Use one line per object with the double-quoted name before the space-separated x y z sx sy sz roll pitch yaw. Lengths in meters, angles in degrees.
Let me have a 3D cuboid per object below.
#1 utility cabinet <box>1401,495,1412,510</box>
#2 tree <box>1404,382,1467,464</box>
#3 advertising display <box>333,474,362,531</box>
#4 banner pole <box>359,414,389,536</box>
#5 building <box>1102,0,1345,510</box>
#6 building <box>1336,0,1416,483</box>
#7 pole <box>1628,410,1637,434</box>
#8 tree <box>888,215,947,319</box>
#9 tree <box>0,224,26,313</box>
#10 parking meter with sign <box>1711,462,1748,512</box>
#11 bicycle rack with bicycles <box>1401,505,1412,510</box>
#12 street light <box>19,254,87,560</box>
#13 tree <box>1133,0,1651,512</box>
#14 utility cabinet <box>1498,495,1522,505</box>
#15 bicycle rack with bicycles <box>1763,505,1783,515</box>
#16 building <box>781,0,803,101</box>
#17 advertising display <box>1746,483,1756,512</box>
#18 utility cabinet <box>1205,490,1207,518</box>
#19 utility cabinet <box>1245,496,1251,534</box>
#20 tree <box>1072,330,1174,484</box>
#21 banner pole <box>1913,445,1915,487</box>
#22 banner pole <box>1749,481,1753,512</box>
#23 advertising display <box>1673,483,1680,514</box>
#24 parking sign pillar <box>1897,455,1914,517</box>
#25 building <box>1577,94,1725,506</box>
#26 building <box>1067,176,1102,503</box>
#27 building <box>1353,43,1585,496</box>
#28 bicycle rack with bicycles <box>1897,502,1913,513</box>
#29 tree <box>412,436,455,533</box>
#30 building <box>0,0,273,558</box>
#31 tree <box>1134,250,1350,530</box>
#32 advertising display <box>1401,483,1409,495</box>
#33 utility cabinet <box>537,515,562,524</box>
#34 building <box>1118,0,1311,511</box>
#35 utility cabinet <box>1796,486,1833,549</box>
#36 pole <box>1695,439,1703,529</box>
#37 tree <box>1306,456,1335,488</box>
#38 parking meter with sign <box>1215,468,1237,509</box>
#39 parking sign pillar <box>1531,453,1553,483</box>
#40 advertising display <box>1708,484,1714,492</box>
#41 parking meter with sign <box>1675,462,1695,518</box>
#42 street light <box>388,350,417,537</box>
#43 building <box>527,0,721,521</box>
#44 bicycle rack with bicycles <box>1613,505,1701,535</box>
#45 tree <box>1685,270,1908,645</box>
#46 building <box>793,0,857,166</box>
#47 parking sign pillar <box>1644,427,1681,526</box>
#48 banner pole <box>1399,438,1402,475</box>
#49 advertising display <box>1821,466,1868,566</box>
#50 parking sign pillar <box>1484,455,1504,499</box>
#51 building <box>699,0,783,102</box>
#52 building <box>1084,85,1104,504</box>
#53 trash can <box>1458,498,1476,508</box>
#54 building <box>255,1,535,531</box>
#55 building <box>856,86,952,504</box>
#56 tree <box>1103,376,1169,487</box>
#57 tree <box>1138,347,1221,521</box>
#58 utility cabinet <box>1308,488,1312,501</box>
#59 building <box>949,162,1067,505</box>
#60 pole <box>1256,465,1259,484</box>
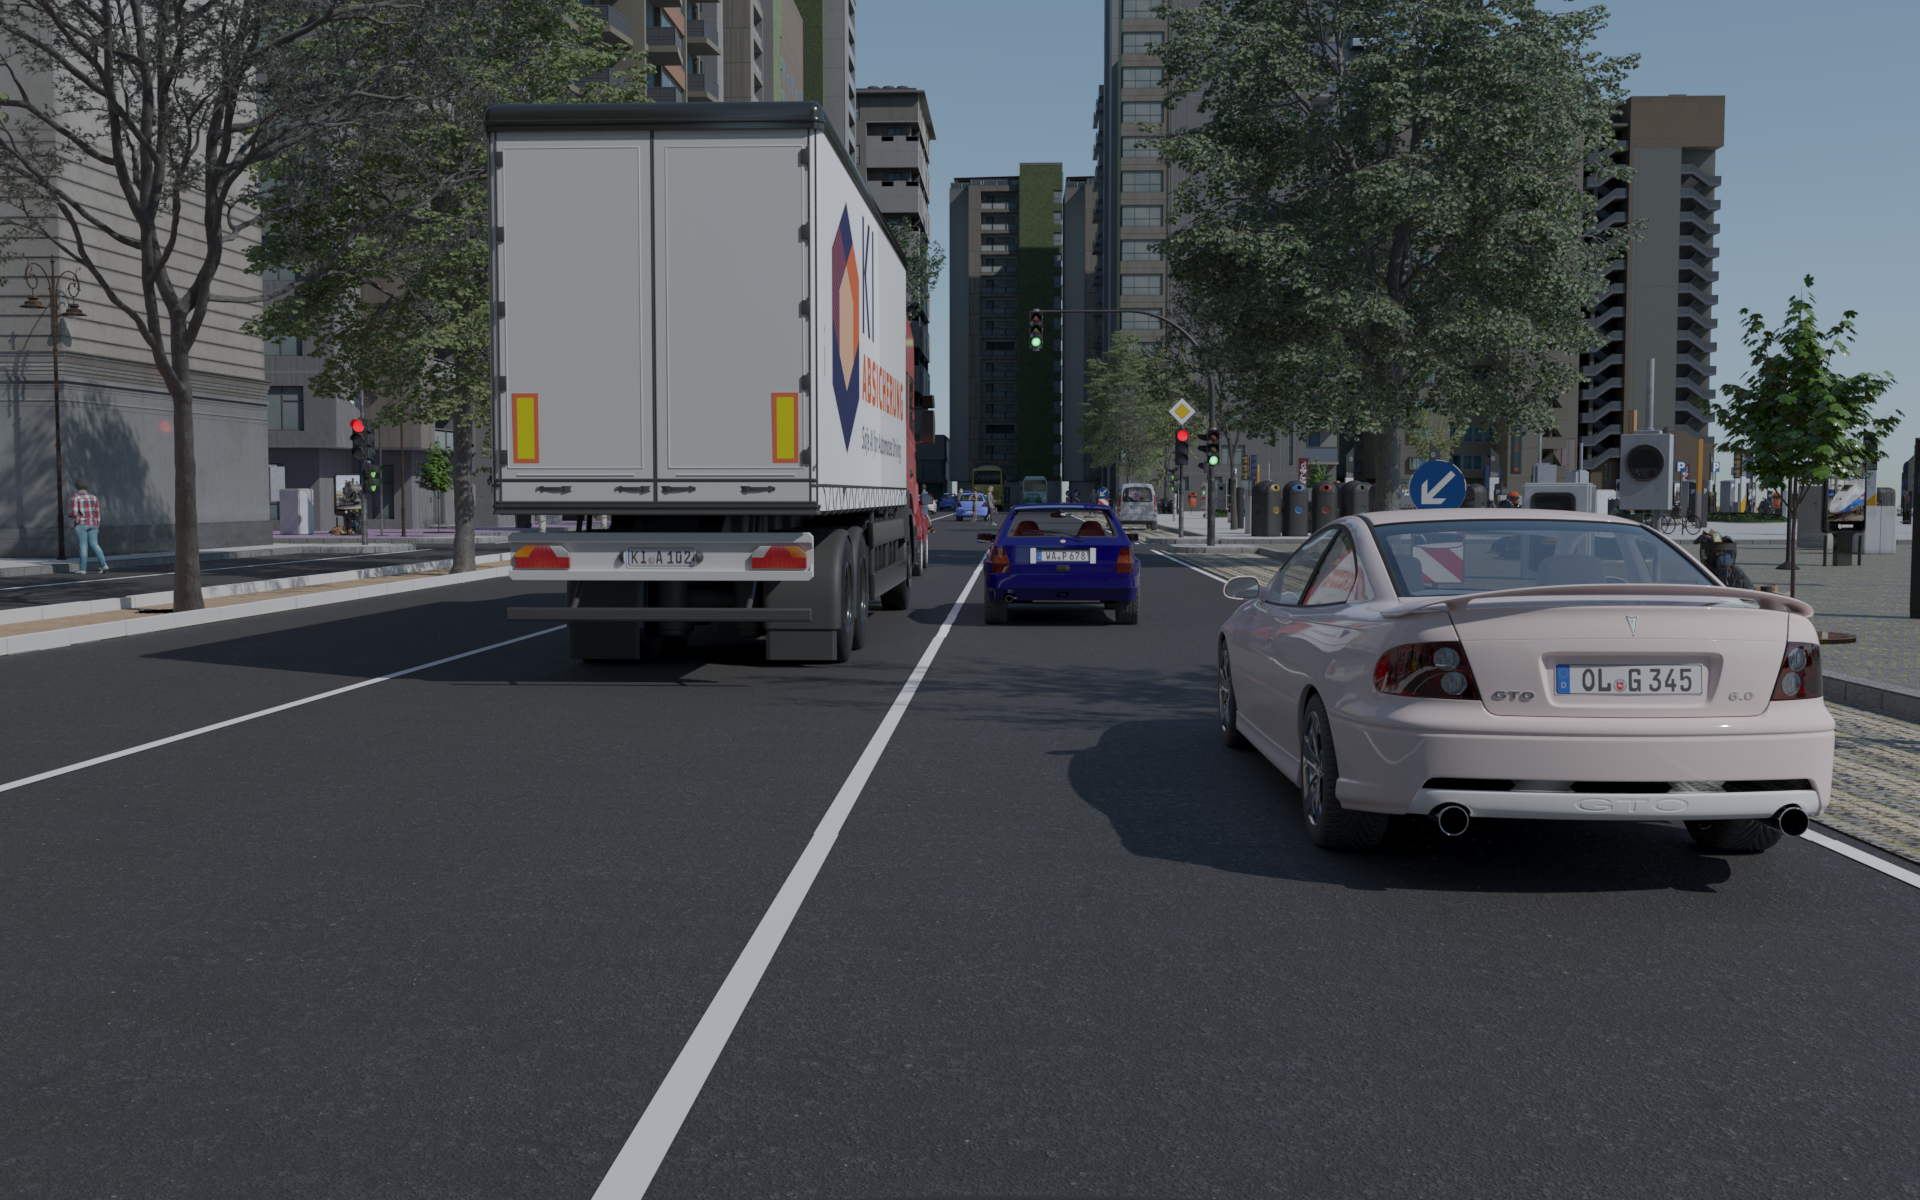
"utility cabinet" 25.534 -5.371 98.978 0.306 1.237 1.020 -3 5 -39
"tree" 30.420 -9.913 112.435 4.737 8.622 4.395 0 3 0
"advertising display" -19.578 -3.076 55.511 0.123 1.923 0.974 3 5 44
"banner pole" -17.913 -3.842 52.835 0.863 3.779 0.401 -1 4 -9
"building" 23.383 -37.520 155.450 21.231 58.520 28.212 0 4 2
"building" 42.469 -55.365 217.881 31.000 86.520 22.319 0 4 2
"pole" 16.342 -2.956 42.172 0.158 3.312 0.155 0 3 0
"tree" -7.516 -15.326 108.927 12.611 20.169 13.585 0 3 0
"tree" -18.448 -4.832 29.373 4.360 8.622 3.978 0 3 0
"parking meter with sign" 41.427 -5.946 93.485 0.543 3.016 1.738 -2 4 -26
"bicycle rack with bicycles" 21.290 -4.368 84.805 2.852 0.926 2.925 -3 5 -42
"street light" -17.499 -3.717 33.566 0.468 5.910 1.993 0 4 2
"tree" 8.270 -7.763 33.577 9.857 13.997 8.962 0 3 0
"utility cabinet" 24.973 -4.130 78.687 1.020 1.237 0.306 0 4 -5
"bicycle rack with bicycles" 51.094 -5.667 106.041 2.925 0.926 2.852 0 4 1
"building" -21.136 -30.475 148.384 14.600 45.320 14.200 0 4 2
"advertising display" 47.449 -6.036 103.903 0.974 1.923 0.123 -3 5 -42
"utility cabinet" 12.967 -4.984 90.160 0.318 1.500 1.173 1 4 11
"utility cabinet" 9.642 -2.720 55.633 1.020 1.237 0.306 -2 4 -27
"tree" 11.642 -12.378 120.508 7.486 12.596 7.792 0 3 0
"banner pole" 43.303 -5.395 78.222 0.863 3.779 0.401 -2 4 -26
"banner pole" 44.570 -6.577 97.547 0.401 3.779 0.863 1 4 11
"advertising display" 40.306 -5.643 97.474 0.123 1.923 0.974 3 5 40
"parking sign pillar" 54.720 -6.794 99.558 1.447 3.967 1.447 -2 4 -27
"building" 73.953 -33.118 191.589 14.200 45.320 14.600 0 4 2
"building" 19.784 -32.545 215.711 14.086 41.232 14.154 0 4 2
"building" 55.844 -34.594 189.310 21.600 48.544 21.300 0 4 2
"bicycle rack with bicycles" 59.992 -5.774 107.788 2.925 0.926 2.852 1 4 22
"tree" -17.059 -3.816 56.993 1.663 3.219 1.824 0 3 0
"building" -26.474 -11.603 38.862 18.267 20.994 9.793 0 4 2
"tree" 10.000 -7.818 62.231 8.767 10.594 7.601 1 4 22
"advertising display" 26.588 -5.978 102.947 0.974 1.923 0.123 -2 4 -26
"utility cabinet" -17.758 -3.902 74.961 1.020 1.237 0.306 -1 4 -19
"building" 19.188 -27.607 134.969 14.154 41.232 14.086 0 4 2
"utility cabinet" 19.884 -1.924 40.141 0.318 1.500 1.173 0 4 -7
"pole" 27.372 -4.300 64.141 0.158 3.312 0.155 0 3 0
"tree" 18.163 -5.760 88.785 1.663 3.219 1.824 0 3 0
"parking meter with sign" 17.716 -7.359 116.578 1.738 3.016 0.543 2 4 32
"parking sign pillar" 38.118 -7.647 113.505 1.447 3.967 1.447 0 4 6
"advertising display" 49.398 -6.657 114.055 0.123 1.923 0.974 0 4 -5
"parking meter with sign" 38.807 -5.876 92.336 0.543 3.016 1.738 0 4 -5
"street light" -16.692 -4.832 51.783 0.468 5.910 1.993 0 4 2
"building" -25.188 -26.873 94.005 22.147 44.769 28.867 0 4 2
"bicycle rack with bicycles" 21.589 -2.544 54.974 2.852 0.926 2.925 -1 4 -19
"tree" 7.306 -1.250 15.035 1.663 3.219 1.824 0 3 0
"building" -25.885 -39.761 192.095 28.212 58.520 21.231 0 4 2
"parking sign pillar" 28.452 -4.996 70.155 1.447 3.967 1.447 0 4 2
"banner pole" 19.601 -5.385 78.064 0.863 3.779 0.401 0 4 -6
"advertising display" 15.748 -1.569 30.860 0.974 1.923 0.123 -1 4 -23
"parking sign pillar" 36.573 -7.964 118.691 1.447 3.967 1.447 1 4 13
"building" -21.524 -27.519 133.525 14.154 41.232 14.086 0 4 2
"building" 25.541 -34.603 185.362 23.786 49.044 30.456 0 4 2
"trash can" 18.135 -3.090 62.182 0.748 1.137 0.748 0 3 0
"building" -25.050 -23.307 64.667 14.154 41.232 14.086 0 4 2
"building" -15.298 -38.865 224.682 27.495 52.752 28.713 0 4 2
"tree" 10.724 -9.607 107.442 4.360 8.622 3.978 0 3 0
"tree" 10.297 -8.051 81.991 4.737 8.622 4.395 0 3 0
"utility cabinet" 12.464 -3.174 60.580 0.318 1.500 1.173 2 4 32
"building" 5.715 -32.589 216.419 14.086 41.232 14.154 0 4 2
"pole" 20.613 -7.713 119.948 0.158 3.312 0.155 0 3 0
